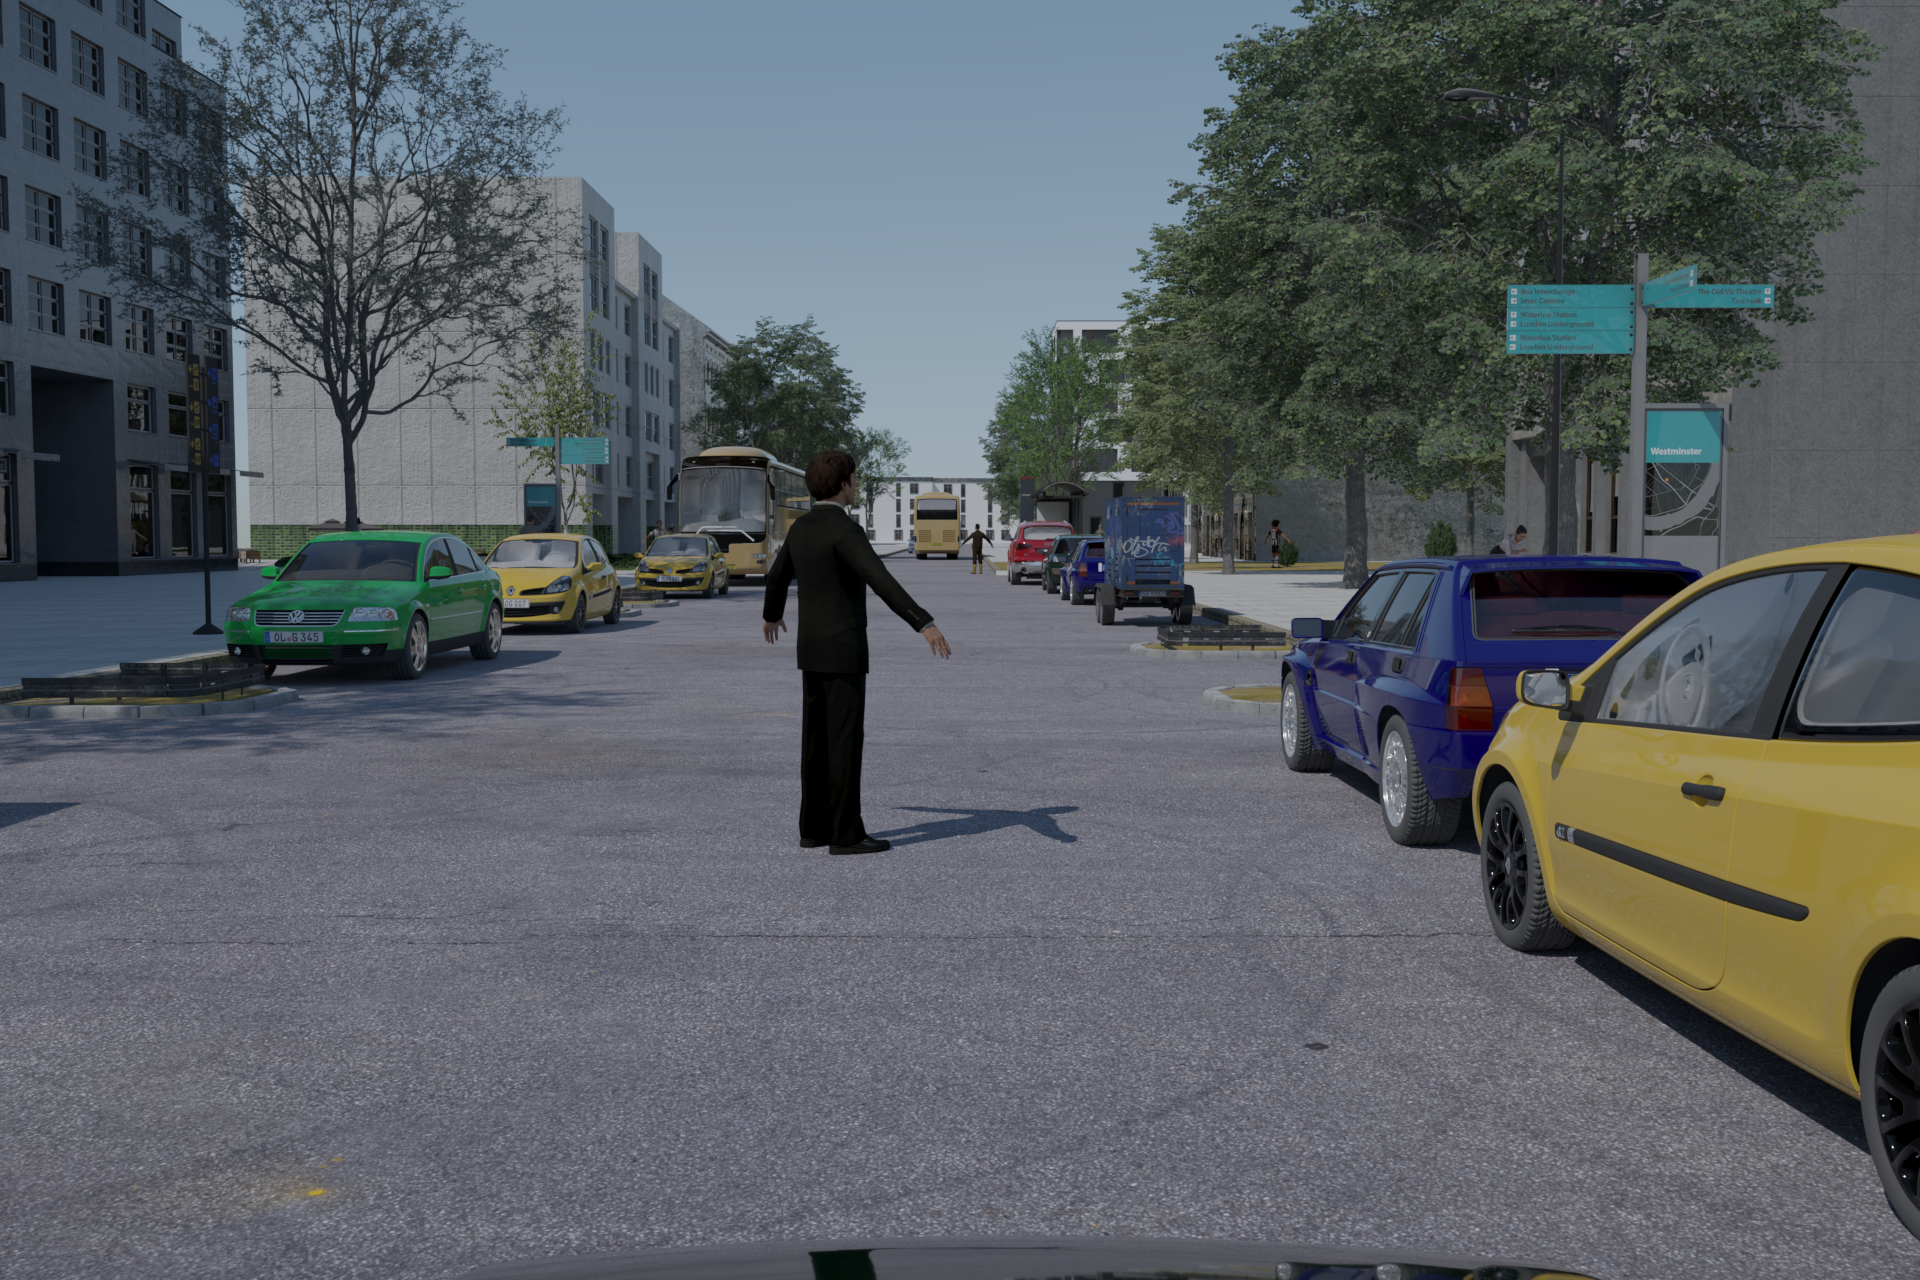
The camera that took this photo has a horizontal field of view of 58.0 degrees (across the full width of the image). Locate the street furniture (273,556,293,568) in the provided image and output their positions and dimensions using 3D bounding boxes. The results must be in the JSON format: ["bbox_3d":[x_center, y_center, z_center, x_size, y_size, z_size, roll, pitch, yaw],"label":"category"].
[{"bbox_3d":[-22.865,-3.189,67.770,5.734,0.657,10.072,1,4,10],"label":"street furniture"}]

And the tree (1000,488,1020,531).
[{"bbox_3d":[5.608,-13.247,166.945,4.737,8.622,4.395,0,3,0],"label":"tree"}]

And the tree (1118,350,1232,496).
[{"bbox_3d":[7.836,-6.887,62.961,4.737,8.622,4.395,0,3,0],"label":"tree"}]

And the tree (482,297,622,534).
[{"bbox_3d":[-12.280,-6.294,53.267,4.737,8.622,4.395,0,3,0],"label":"tree"}]

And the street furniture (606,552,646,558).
[{"bbox_3d":[-15.487,-3.500,72.848,5.734,0.657,10.072,1,4,10],"label":"street furniture"}]

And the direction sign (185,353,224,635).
[{"bbox_3d":[-9.639,-1.842,22.115,0.379,3.537,0.876,0,3,0],"label":"direction sign"}]

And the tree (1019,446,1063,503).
[{"bbox_3d":[6.187,-11.732,142.174,4.360,8.622,3.978,0,3,0],"label":"tree"}]

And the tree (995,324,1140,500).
[{"bbox_3d":[5.638,-9.793,85.869,9.928,11.665,9.643,0,3,0],"label":"tree"}]

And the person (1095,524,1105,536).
[{"bbox_3d":[7.636,-5.362,93.803,0.705,1.813,1.348,-3,5,-41],"label":"person"}]

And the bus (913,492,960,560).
[{"bbox_3d":[-1.346,-6.658,100.412,2.896,3.916,12.252,0,4,-1],"label":"bus"}]

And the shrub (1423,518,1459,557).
[{"bbox_3d":[21.987,-4.571,79.153,1.690,2.028,1.600,0,3,0],"label":"shrub"}]

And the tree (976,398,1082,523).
[{"bbox_3d":[6.090,-14.981,151.596,9.857,13.997,8.962,0,3,0],"label":"tree"}]

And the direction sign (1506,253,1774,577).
[{"bbox_3d":[6.484,-1.669,16.053,2.525,3.948,1.411,0,4,1],"label":"direction sign"}]

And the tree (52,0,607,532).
[{"bbox_3d":[-12.276,-7.601,34.648,12.009,13.543,11.850,0,3,0],"label":"tree"}]

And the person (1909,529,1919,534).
[{"bbox_3d":[13.489,-1.105,23.972,0.599,1.838,0.709,0,4,-2],"label":"person"}]

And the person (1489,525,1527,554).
[{"bbox_3d":[9.197,-1.207,28.974,0.799,1.438,0.628,3,5,39],"label":"person"}]

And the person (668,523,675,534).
[{"bbox_3d":[-15.048,-5.186,90.557,0.705,1.858,1.354,0,4,2],"label":"person"}]

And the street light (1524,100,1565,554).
[{"bbox_3d":[6.828,-2.794,18.221,1.470,5.913,1.316,0,4,0],"label":"street light"}]

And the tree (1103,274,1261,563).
[{"bbox_3d":[10.185,-9.647,75.850,7.486,12.596,7.792,0,3,0],"label":"tree"}]

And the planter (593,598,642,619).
[{"bbox_3d":[-6.644,-0.556,30.236,1.991,0.319,1.994,0,4,1],"label":"planter"}]

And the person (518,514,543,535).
[{"bbox_3d":[-10.354,-2.151,41.749,0.617,1.759,0.750,-1,4,-12],"label":"person"}]

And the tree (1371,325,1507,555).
[{"bbox_3d":[20.538,-9.338,70.811,7.486,12.596,7.792,0,3,0],"label":"tree"}]

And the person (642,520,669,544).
[{"bbox_3d":[-9.867,-3.073,57.012,1.217,1.739,0.721,-1,4,-14],"label":"person"}]

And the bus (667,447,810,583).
[{"bbox_3d":[-6.348,-3.719,52.346,2.896,3.916,12.252,0,4,0],"label":"bus"}]

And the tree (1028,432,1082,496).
[{"bbox_3d":[5.707,-10.238,117.757,4.360,8.622,3.978,0,3,0],"label":"tree"}]

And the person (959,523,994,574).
[{"bbox_3d":[0.612,-3.272,62.097,1.346,1.812,0.704,-1,4,-21],"label":"person"}]

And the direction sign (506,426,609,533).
[{"bbox_3d":[-9.907,-3.336,43.312,2.525,3.948,1.411,0,4,0],"label":"direction sign"}]

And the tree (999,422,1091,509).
[{"bbox_3d":[6.731,-12.131,132.760,8.767,10.594,7.601,3,5,45],"label":"tree"}]

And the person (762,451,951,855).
[{"bbox_3d":[-0.550,0.048,7.856,0.705,1.806,1.347,-3,5,-40],"label":"person"}]

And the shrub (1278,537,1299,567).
[{"bbox_3d":[12.806,-3.468,67.819,1.383,1.207,1.383,0,3,0],"label":"shrub"}]

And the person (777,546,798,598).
[{"bbox_3d":[-3.462,-1.876,38.906,1.354,1.856,0.705,0,4,4],"label":"person"}]

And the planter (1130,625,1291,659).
[{"bbox_3d":[3.074,0.019,20.823,1.991,0.319,1.994,0,4,0],"label":"planter"}]

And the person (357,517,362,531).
[{"bbox_3d":[-18.807,-2.929,53.970,0.704,1.819,1.344,-2,4,-25],"label":"person"}]

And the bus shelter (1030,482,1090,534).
[{"bbox_3d":[3.949,-4.625,69.543,2.014,3.302,5.546,0,4,-1],"label":"bus shelter"}]

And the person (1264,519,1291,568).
[{"bbox_3d":[11.835,-3.587,64.784,0.704,1.843,1.345,-2,4,-35],"label":"person"}]

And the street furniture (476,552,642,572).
[{"bbox_3d":[-12.474,-2.830,61.903,10.072,0.657,5.734,0,4,2],"label":"street furniture"}]

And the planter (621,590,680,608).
[{"bbox_3d":[-6.645,-0.812,34.410,1.991,0.319,1.994,0,3,0],"label":"planter"}]

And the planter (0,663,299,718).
[{"bbox_3d":[-6.705,0.408,14.472,1.991,0.319,1.994,0,4,1],"label":"planter"}]
